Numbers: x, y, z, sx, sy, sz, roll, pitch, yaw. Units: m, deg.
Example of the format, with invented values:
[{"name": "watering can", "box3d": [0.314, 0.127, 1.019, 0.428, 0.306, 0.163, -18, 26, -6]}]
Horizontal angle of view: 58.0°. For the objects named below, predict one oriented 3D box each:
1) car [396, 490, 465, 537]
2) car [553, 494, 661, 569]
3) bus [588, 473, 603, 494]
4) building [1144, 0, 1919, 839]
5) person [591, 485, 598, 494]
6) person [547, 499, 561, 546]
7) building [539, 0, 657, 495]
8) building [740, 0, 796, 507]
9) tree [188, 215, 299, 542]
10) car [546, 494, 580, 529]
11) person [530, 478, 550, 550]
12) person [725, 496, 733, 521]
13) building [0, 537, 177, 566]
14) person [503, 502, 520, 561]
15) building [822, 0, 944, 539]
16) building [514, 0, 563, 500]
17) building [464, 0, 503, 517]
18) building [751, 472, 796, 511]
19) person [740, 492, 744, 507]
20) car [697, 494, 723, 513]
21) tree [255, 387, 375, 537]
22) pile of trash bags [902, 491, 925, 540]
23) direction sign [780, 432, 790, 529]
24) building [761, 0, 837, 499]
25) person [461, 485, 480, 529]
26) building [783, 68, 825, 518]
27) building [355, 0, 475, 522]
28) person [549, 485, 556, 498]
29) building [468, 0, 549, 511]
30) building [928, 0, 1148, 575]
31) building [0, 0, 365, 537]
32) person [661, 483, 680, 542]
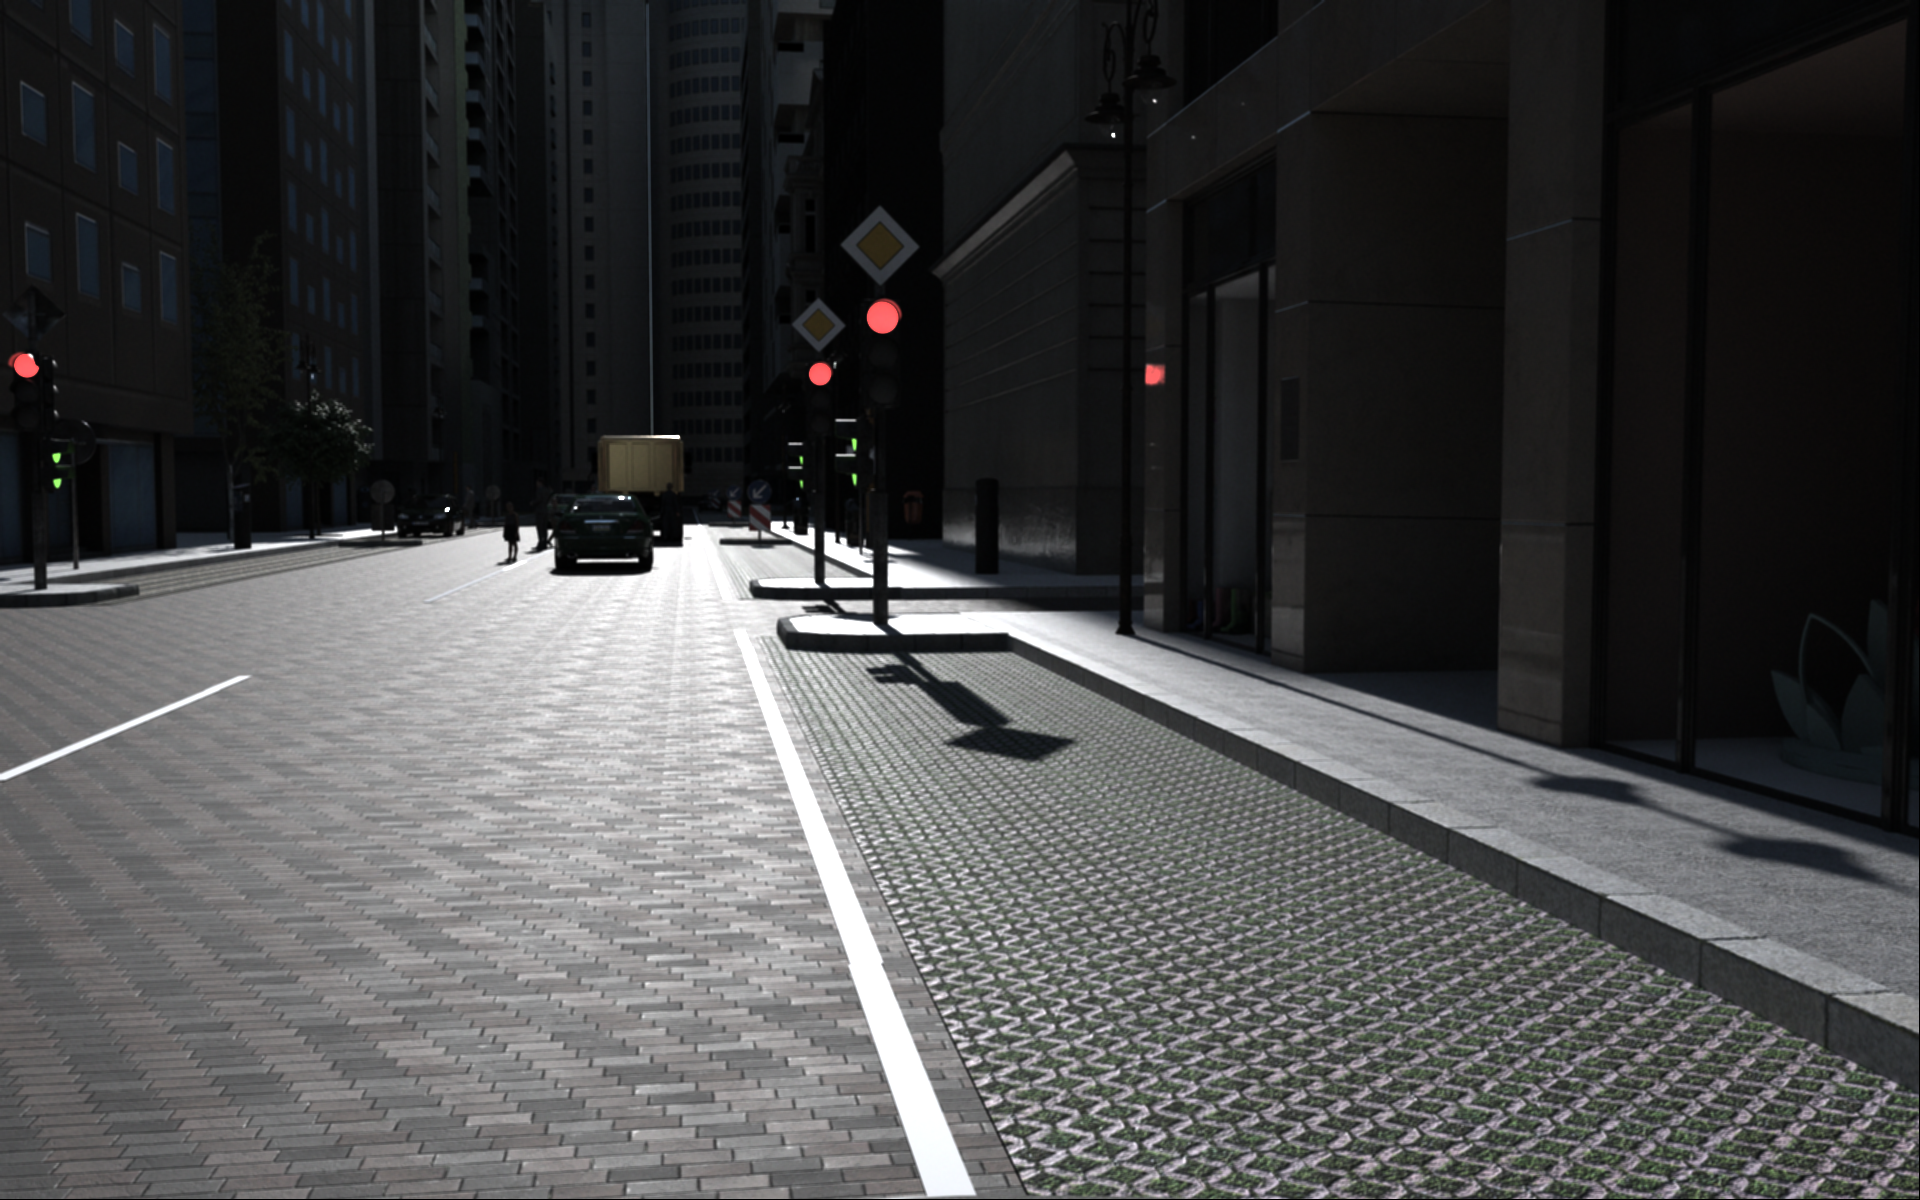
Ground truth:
[{"name": "car", "box3d": [-17.823, -2.972, 58.383, 2.009, 1.686, 4.222, 0, 4, -7]}, {"name": "car", "box3d": [-7.041, -1.387, 34.471, 2.131, 1.459, 4.920, -1, 4, -9]}, {"name": "bus", "box3d": [-26.266, -8.541, 131.195, 2.896, 3.916, 12.252, 0, 4, -8]}, {"name": "building", "box3d": [13.892, -11.995, 0.628, 19.350, 26.468, 34.151, -1, 4, -9]}, {"name": "person", "box3d": [-14.396, -3.610, 67.918, 0.834, 1.777, 0.661, -2, 4, -32]}, {"name": "person", "box3d": [-11.118, -2.130, 47.601, 0.640, 1.303, 0.475, 1, 4, 20]}, {"name": "building", "box3d": [-48.242, -39.606, 189.555, 28.212, 58.520, 21.231, -1, 4, -9]}, {"name": "building", "box3d": [-9.605, -33.050, 164.062, 21.300, 48.544, 21.600, -1, 4, -9]}, {"name": "tree", "box3d": [-19.315, -5.815, 45.440, 4.737, 8.622, 4.395, 0, 3, 0]}, {"name": "car", "box3d": [-16.585, -3.753, 73.159, 2.131, 1.459, 4.920, -1, 4, -10]}, {"name": "person", "box3d": [-10.904, -2.234, 44.826, 0.447, 1.846, 0.655, 1, 4, 11]}, {"name": "person", "box3d": [-12.328, -5.133, 92.990, 0.524, 1.755, 0.480, -1, 4, -20]}, {"name": "building", "box3d": [-24.011, -23.362, 32.073, 14.600, 45.320, 14.200, -1, 4, -9]}, {"name": "person", "box3d": [-9.579, -1.456, 36.978, 0.362, 1.253, 0.373, 2, 4, 24]}, {"name": "building", "box3d": [2.283, -13.902, 56.968, 12.332, 23.373, 15.834, -1, 4, -9]}, {"name": "building", "box3d": [-48.095, -32.684, 158.086, 21.600, 48.544, 21.300, -1, 4, -9]}, {"name": "building", "box3d": [-40.531, -48.712, 109.108, 22.319, 86.520, 31.000, -1, 4, -9]}, {"name": "building", "box3d": [-0.859, -27.570, 142.654, 32.217, 40.220, 23.993, -1, 4, -9]}, {"name": "person", "box3d": [-22.195, -10.364, 178.675, 1.217, 1.735, 0.721, 1, 4, 20]}, {"name": "car", "box3d": [-18.871, -7.401, 130.800, 2.009, 1.686, 4.222, -1, 4, -10]}, {"name": "tree", "box3d": [-19.705, -4.236, 52.968, 4.285, 4.588, 4.351, 0, 3, 0]}, {"name": "pile of trash bags", "box3d": [0.022, -2.316, 47.623, 3.447, 1.369, 1.912, 1, 4, 20]}, {"name": "direction sign", "box3d": [-6.417, -4.373, 63.504, 0.379, 3.537, 0.876, -1, 4, -20]}, {"name": "building", "box3d": [0.680, -32.249, 116.502, 28.713, 52.752, 27.495, -1, 4, -9]}, {"name": "person", "box3d": [-20.136, -3.822, 71.104, 0.853, 1.813, 0.709, 0, 4, -8]}, {"name": "building", "box3d": [-1.073, -16.116, 82.579, 14.460, 24.649, 34.723, -1, 4, -9]}, {"name": "building", "box3d": [-32.020, -24.512, 84.370, 14.154, 41.232, 14.086, -1, 4, -9]}, {"name": "person", "box3d": [-19.283, -4.497, 81.807, 0.755, 1.850, 0.659, -1, 4, -21]}, {"name": "building", "box3d": [-43.737, -42.706, 136.487, 20.563, 71.187, 20.611, -1, 4, -9]}, {"name": "building", "box3d": [14.767, -12.398, 35.984, 30.059, 22.955, 16.112, -1, 4, -9]}, {"name": "building", "box3d": [-30.246, -25.201, 62.151, 14.600, 45.320, 14.200, -1, 4, -9]}, {"name": "person", "box3d": [-8.633, -2.612, 51.630, 0.576, 1.772, 0.534, 0, 4, -7]}]
